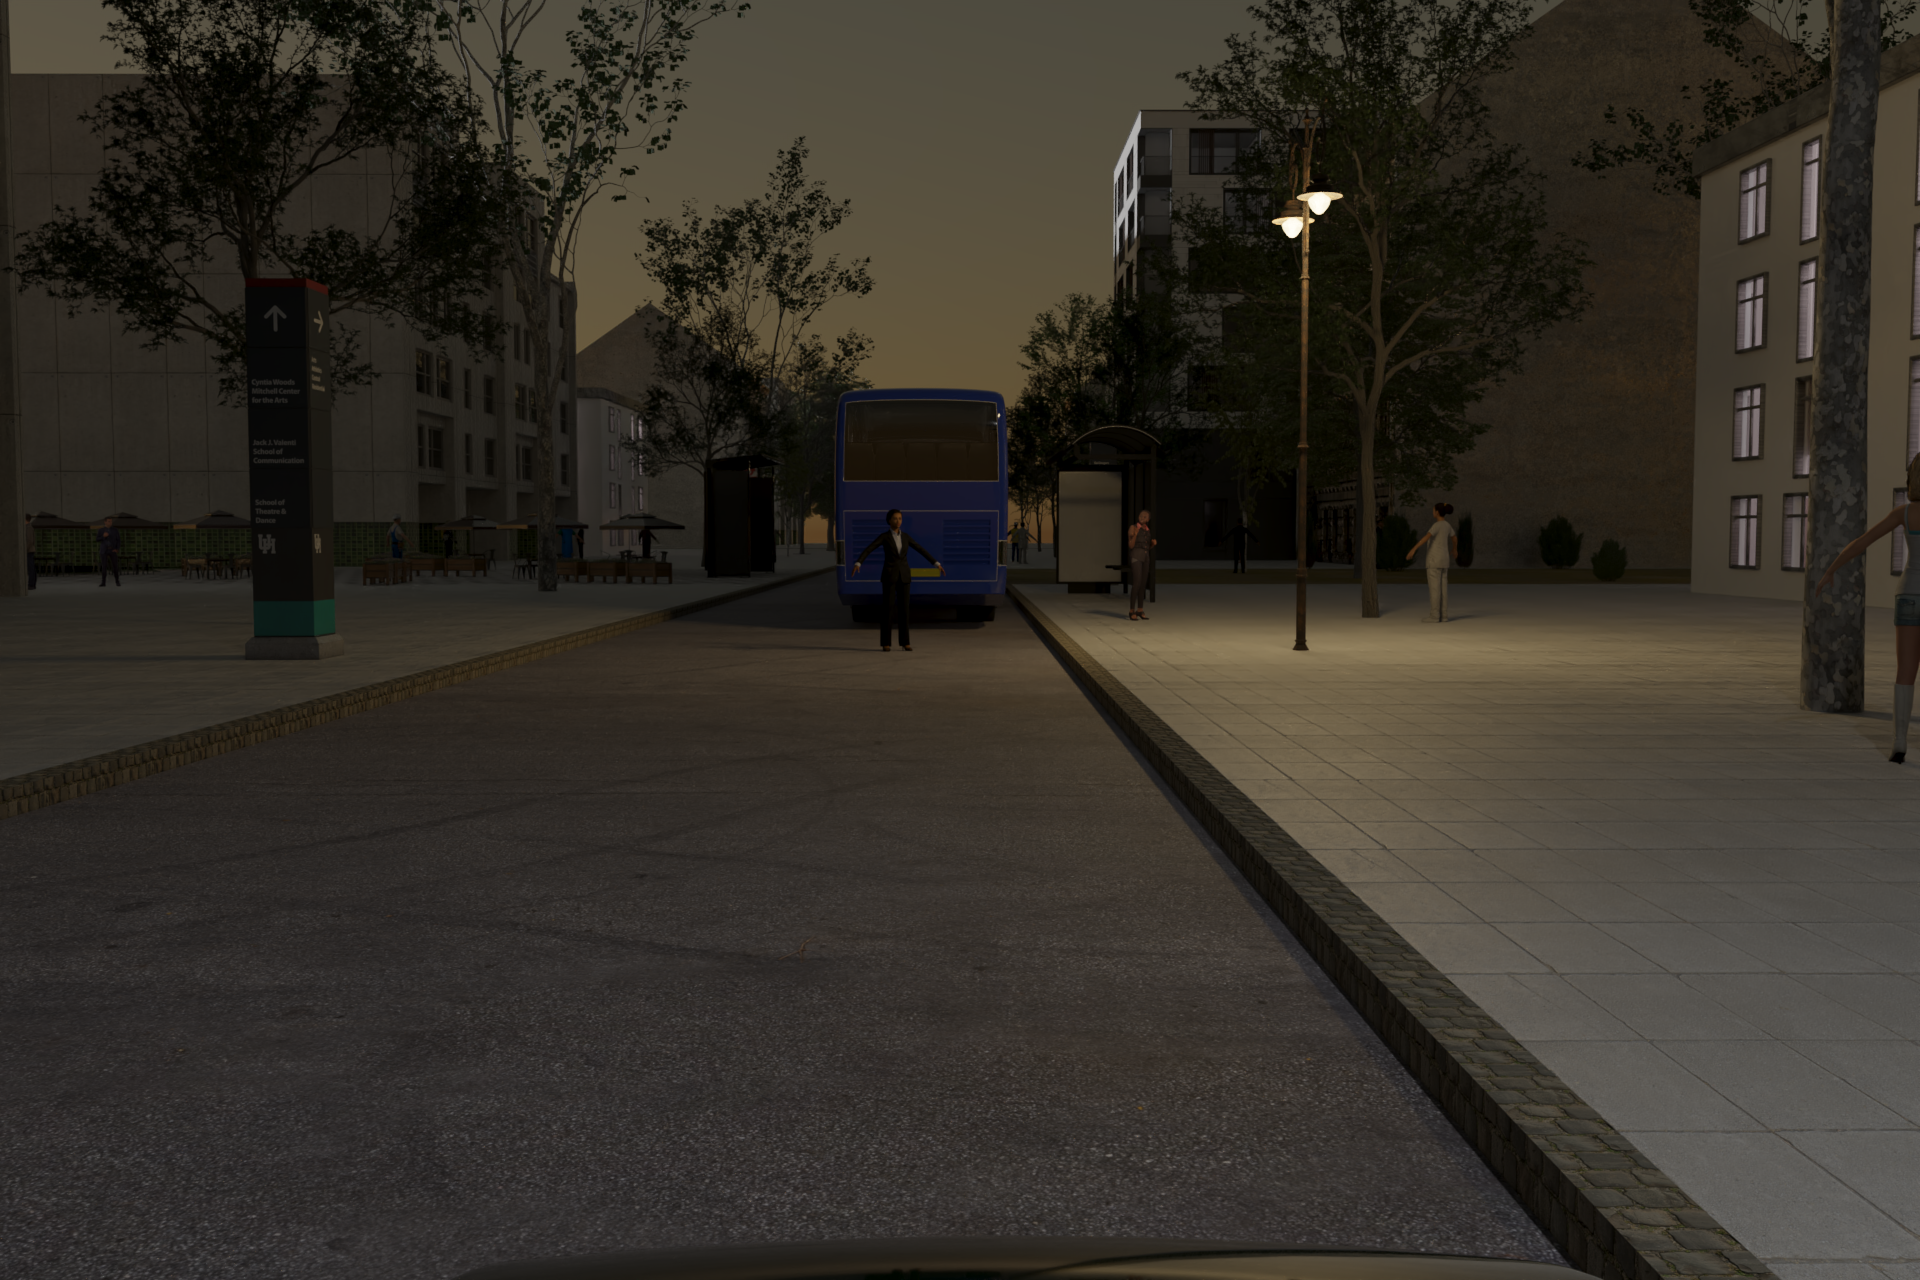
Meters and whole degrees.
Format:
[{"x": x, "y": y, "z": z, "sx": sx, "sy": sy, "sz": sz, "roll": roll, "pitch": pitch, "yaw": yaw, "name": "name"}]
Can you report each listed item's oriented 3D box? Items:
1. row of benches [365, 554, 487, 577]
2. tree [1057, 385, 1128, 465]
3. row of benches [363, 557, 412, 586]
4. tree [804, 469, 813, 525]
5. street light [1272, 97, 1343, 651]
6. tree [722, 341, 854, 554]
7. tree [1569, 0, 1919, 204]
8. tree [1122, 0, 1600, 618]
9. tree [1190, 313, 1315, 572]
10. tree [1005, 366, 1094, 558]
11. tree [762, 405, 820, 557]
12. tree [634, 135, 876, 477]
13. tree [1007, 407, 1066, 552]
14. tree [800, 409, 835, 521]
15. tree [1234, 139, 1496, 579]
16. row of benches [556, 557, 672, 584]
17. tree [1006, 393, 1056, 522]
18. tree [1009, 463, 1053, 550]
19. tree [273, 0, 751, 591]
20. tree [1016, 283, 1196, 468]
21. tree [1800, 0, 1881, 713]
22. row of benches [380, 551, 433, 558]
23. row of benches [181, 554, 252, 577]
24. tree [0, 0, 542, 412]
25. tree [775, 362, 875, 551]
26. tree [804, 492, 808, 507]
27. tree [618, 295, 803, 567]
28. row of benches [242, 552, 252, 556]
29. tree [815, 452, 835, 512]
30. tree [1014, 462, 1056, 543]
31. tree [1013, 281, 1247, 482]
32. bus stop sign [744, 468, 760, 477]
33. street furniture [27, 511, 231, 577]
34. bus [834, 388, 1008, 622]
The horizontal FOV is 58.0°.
[{"x": -16.314, "y": -2.274, "z": 52.646, "sx": 4.104, "sy": 0.672, "sz": 1.422, "roll": 1, "pitch": 4, "yaw": 20, "name": "row of benches"}, {"x": 6.314, "y": -7.962, "z": 80.537, "sx": 4.737, "sy": 8.622, "sz": 4.395, "roll": 0, "pitch": 3, "yaw": 0, "name": "tree"}, {"x": -14.833, "y": -1.800, "z": 44.900, "sx": 1.422, "sy": 0.672, "sz": 4.104, "roll": -1, "pitch": 4, "yaw": -9, "name": "row of benches"}, {"x": -24.635, "y": -20.499, "z": 241.806, "sx": 9.857, "sy": 13.997, "sz": 8.962, "roll": 0, "pitch": 3, "yaw": 0, "name": "tree"}, {"x": 3.762, "y": -2.823, "z": 18.947, "sx": 0.468, "sy": 5.910, "sz": 1.993, "roll": 0, "pitch": 4, "yaw": 0, "name": "street light"}, {"x": -9.905, "y": -12.166, "z": 109.282, "sx": 12.009, "sy": 13.543, "sz": 11.850, "roll": 0, "pitch": 3, "yaw": 0, "name": "tree"}, {"x": 25.784, "y": -12.046, "z": 52.839, "sx": 12.611, "sy": 20.169, "sz": 13.585, "roll": 0, "pitch": 3, "yaw": 0, "name": "tree"}, {"x": 5.974, "y": -5.616, "z": 26.231, "sx": 7.601, "sy": 10.594, "sz": 8.767, "roll": -1, "pitch": 4, "yaw": -15, "name": "tree"}, {"x": 9.897, "y": -6.621, "z": 58.608, "sx": 4.737, "sy": 8.622, "sz": 4.395, "roll": 0, "pitch": 3, "yaw": 0, "name": "tree"}, {"x": 4.924, "y": -9.796, "z": 94.582, "sx": 7.601, "sy": 10.594, "sz": 8.767, "roll": 0, "pitch": 4, "yaw": 6, "name": "tree"}, {"x": -9.902, "y": -9.091, "z": 98.997, "sx": 4.737, "sy": 8.622, "sz": 4.395, "roll": 0, "pitch": 3, "yaw": 0, "name": "tree"}, {"x": -9.798, "y": -13.955, "z": 84.051, "sx": 12.611, "sy": 20.169, "sz": 13.585, "roll": 0, "pitch": 3, "yaw": 0, "name": "tree"}, {"x": 5.437, "y": -11.669, "z": 125.205, "sx": 7.601, "sy": 10.594, "sz": 8.767, "roll": 0, "pitch": 4, "yaw": 1, "name": "tree"}, {"x": -9.755, "y": -14.786, "z": 148.405, "sx": 9.857, "sy": 13.997, "sz": 8.962, "roll": 0, "pitch": 3, "yaw": 0, "name": "tree"}, {"x": 11.263, "y": -8.064, "z": 49.982, "sx": 7.486, "sy": 12.596, "sz": 7.792, "roll": 0, "pitch": 3, "yaw": 0, "name": "tree"}, {"x": -9.284, "y": -1.843, "z": 45.601, "sx": 4.104, "sy": 0.672, "sz": 1.422, "roll": 2, "pitch": 4, "yaw": 35, "name": "row of benches"}, {"x": 5.460, "y": -14.567, "z": 148.547, "sx": 12.009, "sy": 13.543, "sz": 11.850, "roll": 0, "pitch": 3, "yaw": 0, "name": "tree"}, {"x": 5.291, "y": -11.390, "z": 136.583, "sx": 4.360, "sy": 8.622, "sz": 3.978, "roll": 0, "pitch": 3, "yaw": 0, "name": "tree"}, {"x": -10.519, "y": -11.112, "z": 37.568, "sx": 12.611, "sy": 20.169, "sz": 13.585, "roll": 0, "pitch": 3, "yaw": 0, "name": "tree"}, {"x": 6.113, "y": -9.011, "z": 73.081, "sx": 9.928, "sy": 11.665, "sz": 9.643, "roll": 0, "pitch": 3, "yaw": 0, "name": "tree"}, {"x": 7.566, "y": -9.496, "z": 11.156, "sx": 12.611, "sy": 20.169, "sz": 13.585, "roll": 0, "pitch": 3, "yaw": 0, "name": "tree"}, {"x": -19.634, "y": -2.799, "z": 61.219, "sx": 1.422, "sy": 0.672, "sz": 4.104, "roll": 0, "pitch": 4, "yaw": 2, "name": "row of benches"}, {"x": -21.737, "y": -2.321, "z": 53.405, "sx": 4.104, "sy": 0.672, "sz": 1.422, "roll": -2, "pitch": 4, "yaw": -31, "name": "row of benches"}, {"x": -9.556, "y": -5.516, "z": 24.604, "sx": 8.767, "sy": 10.594, "sz": 7.601, "roll": 1, "pitch": 4, "yaw": 22, "name": "tree"}, {"x": -9.603, "y": -13.609, "z": 129.167, "sx": 9.857, "sy": 13.997, "sz": 8.962, "roll": 0, "pitch": 3, "yaw": 0, "name": "tree"}, {"x": -21.526, "y": -17.408, "z": 234.989, "sx": 4.360, "sy": 8.622, "sz": 3.978, "roll": 0, "pitch": 3, "yaw": 0, "name": "tree"}, {"x": -9.613, "y": -8.120, "z": 67.179, "sx": 7.601, "sy": 10.594, "sz": 8.767, "roll": -1, "pitch": 4, "yaw": -17, "name": "tree"}, {"x": -23.617, "y": -2.719, "z": 59.917, "sx": 1.422, "sy": 0.672, "sz": 4.104, "roll": 0, "pitch": 4, "yaw": 8, "name": "row of benches"}, {"x": -9.941, "y": -11.548, "z": 139.178, "sx": 4.737, "sy": 8.622, "sz": 4.395, "roll": 0, "pitch": 3, "yaw": 0, "name": "tree"}, {"x": 10.929, "y": -19.117, "z": 238.321, "sx": 9.928, "sy": 11.665, "sz": 9.643, "roll": 0, "pitch": 3, "yaw": 0, "name": "tree"}, {"x": 6.177, "y": -7.970, "z": 64.728, "sx": 8.767, "sy": 10.594, "sz": 7.601, "roll": 0, "pitch": 4, "yaw": -5, "name": "tree"}, {"x": -7.128, "y": -4.335, "z": 59.585, "sx": 0.855, "sy": 3.939, "sz": 0.416, "roll": 0, "pitch": 4, "yaw": 0, "name": "bus stop sign"}, {"x": -32.022, "y": -2.737, "z": 49.782, "sx": 14.083, "sy": 1.986, "sz": 27.439, "roll": 0, "pitch": 4, "yaw": 2, "name": "street furniture"}, {"x": -0.629, "y": -2.425, "z": 31.197, "sx": 2.896, "sy": 3.916, "sz": 12.251, "roll": 0, "pitch": 4, "yaw": -1, "name": "bus"}]
